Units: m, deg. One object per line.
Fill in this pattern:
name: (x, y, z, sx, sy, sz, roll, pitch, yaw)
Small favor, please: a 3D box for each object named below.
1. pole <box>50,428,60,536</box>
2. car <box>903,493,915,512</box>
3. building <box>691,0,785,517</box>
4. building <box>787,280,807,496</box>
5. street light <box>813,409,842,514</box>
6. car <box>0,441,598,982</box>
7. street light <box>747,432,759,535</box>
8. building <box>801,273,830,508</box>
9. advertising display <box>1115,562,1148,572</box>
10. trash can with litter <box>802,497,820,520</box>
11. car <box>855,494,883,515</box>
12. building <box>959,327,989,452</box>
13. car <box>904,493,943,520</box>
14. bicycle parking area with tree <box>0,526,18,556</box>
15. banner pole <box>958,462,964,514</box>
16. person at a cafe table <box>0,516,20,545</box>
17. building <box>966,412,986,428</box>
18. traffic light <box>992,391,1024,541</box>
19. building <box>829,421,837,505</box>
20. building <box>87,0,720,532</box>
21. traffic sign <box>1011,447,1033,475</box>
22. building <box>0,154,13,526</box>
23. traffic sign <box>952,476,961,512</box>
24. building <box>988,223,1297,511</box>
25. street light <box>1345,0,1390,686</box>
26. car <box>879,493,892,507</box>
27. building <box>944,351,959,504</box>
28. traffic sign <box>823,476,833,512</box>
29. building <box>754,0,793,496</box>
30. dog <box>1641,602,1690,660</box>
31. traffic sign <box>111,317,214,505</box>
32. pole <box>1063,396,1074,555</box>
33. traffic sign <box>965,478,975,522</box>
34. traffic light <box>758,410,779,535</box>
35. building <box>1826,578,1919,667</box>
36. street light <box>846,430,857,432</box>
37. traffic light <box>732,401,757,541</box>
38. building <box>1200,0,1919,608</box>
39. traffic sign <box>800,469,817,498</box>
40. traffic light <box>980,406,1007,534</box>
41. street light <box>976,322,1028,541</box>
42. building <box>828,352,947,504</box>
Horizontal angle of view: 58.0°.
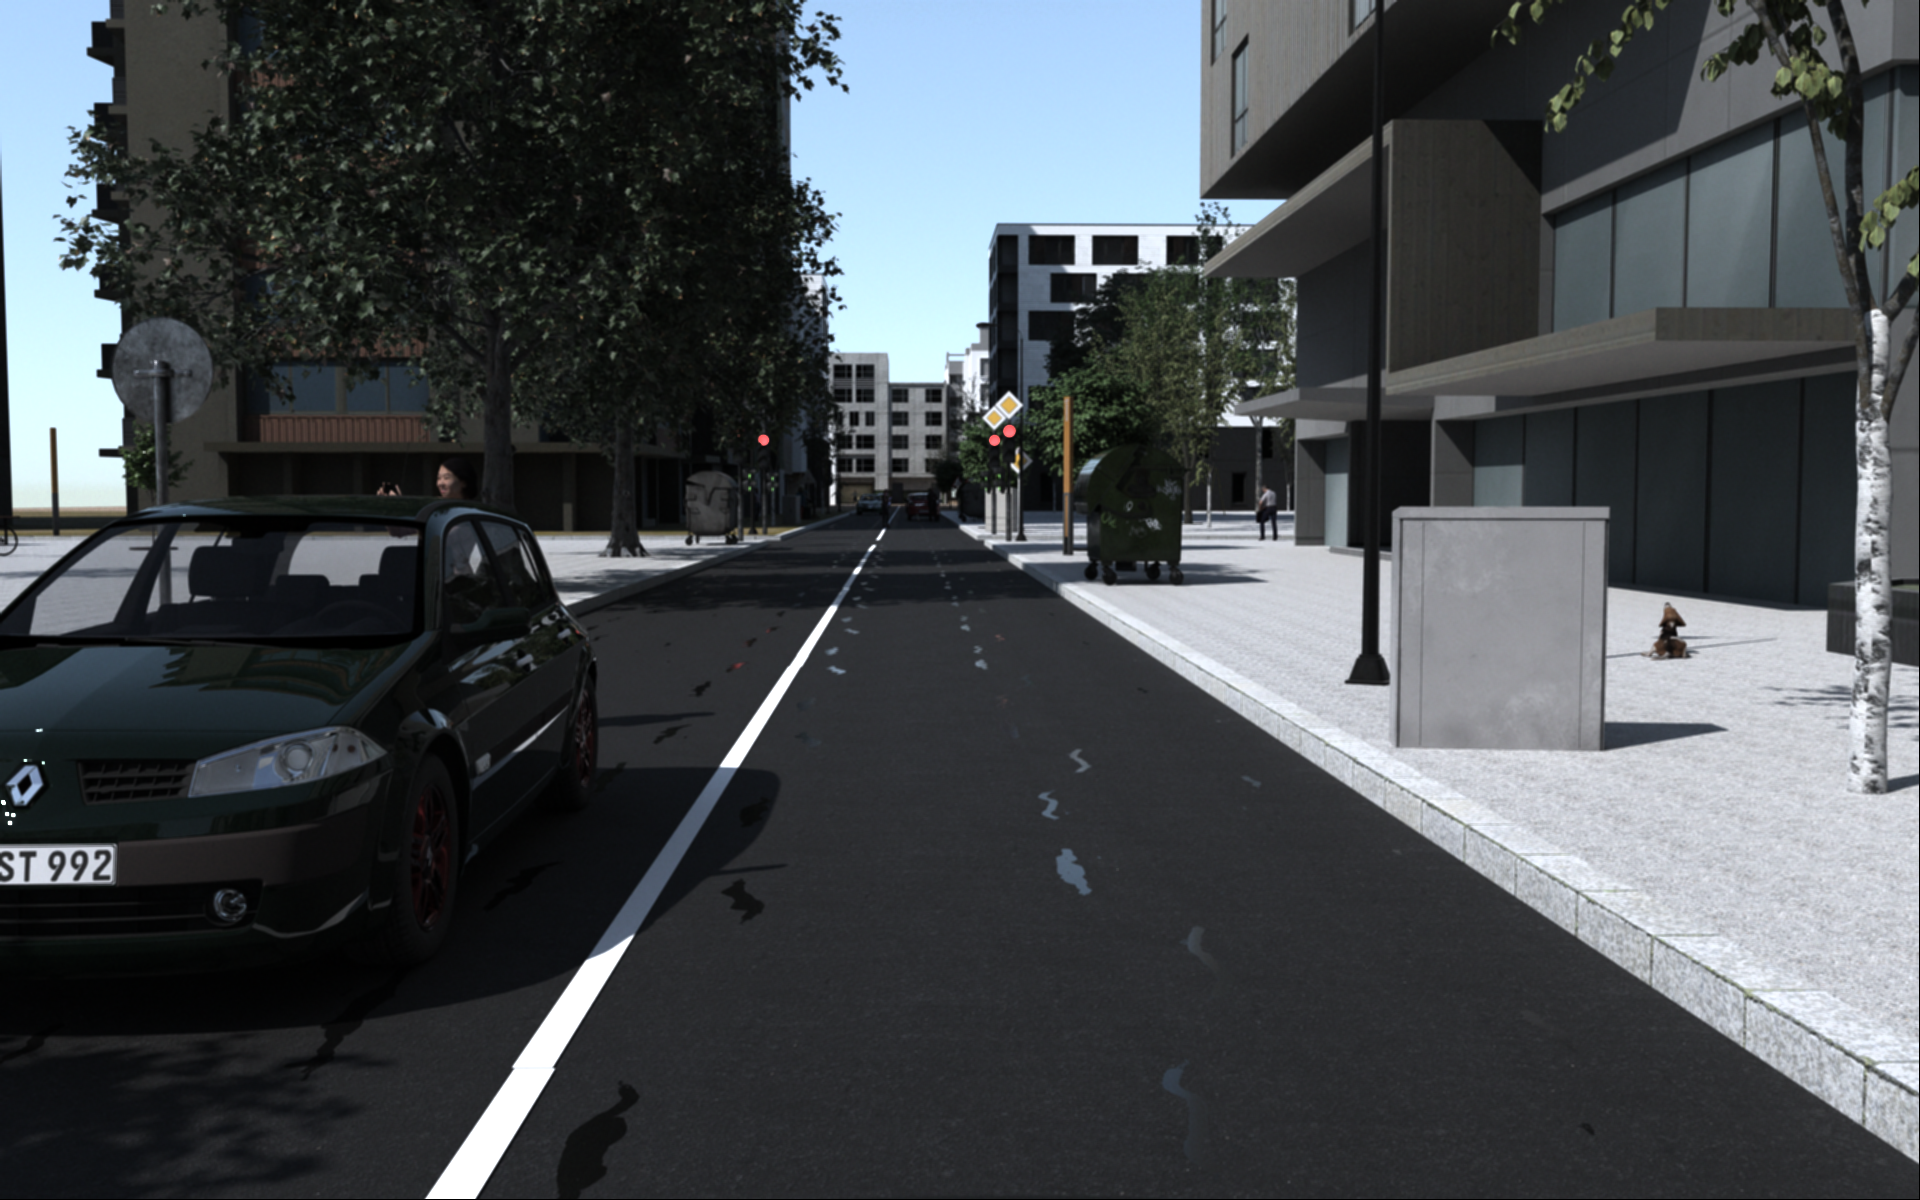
pole: (-27.864, -3.637, 53.302, 0.158, 3.312, 0.155, 0, 3, 0)
car: (-3.428, -7.850, 137.384, 2.155, 1.783, 4.494, 0, 4, -3)
building: (-18.452, -20.517, 107.160, 14.160, 30.474, 14.107, 0, 4, -2)
building: (-20.000, -17.080, 135.671, 16.016, 20.091, 11.380, 0, 4, -2)
street light: (-7.079, -7.202, 90.293, 1.470, 5.913, 1.316, 0, 4, -2)
car: (-2.497, 0.202, 6.481, 2.009, 1.686, 4.222, 0, 4, -2)
street light: (-6.023, -5.027, 54.735, 1.470, 5.913, 1.316, 0, 4, -2)
building: (-26.572, -19.196, 157.822, 27.936, 21.610, 32.646, 0, 4, -2)
advertising display: (2.761, -1.441, 28.778, 0.974, 1.923, 0.123, 3, 5, 43)
trash can with litter: (-7.569, -4.624, 86.984, 0.624, 1.170, 1.055, 3, 5, 43)
car: (-6.161, -6.594, 119.606, 2.131, 1.459, 4.920, 0, 4, 0)
building: (8.392, -20.892, 198.001, 16.016, 20.091, 11.380, 0, 4, -2)
car: (-2.021, -5.295, 95.613, 2.155, 1.783, 4.494, 0, 4, -2)
bicycle parking area with tree: (-24.418, -2.871, 33.940, 8.231, 4.147, 9.016, 2, 4, 35)
banner pole: (0.152, -7.398, 110.981, 0.863, 3.779, 0.401, 1, 4, 20)
person at a cafe table: (-24.733, -1.969, 43.048, 1.698, 1.238, 1.726, 1, 4, 19)
building: (5.591, -14.440, 178.247, 9.099, 9.664, 28.070, 0, 4, -2)
traffic light: (1.309, -3.558, 47.093, 0.839, 4.253, 0.868, 0, 4, -2)
building: (-28.225, -15.714, 199.067, 28.070, 9.664, 9.099, 0, 4, -2)
building: (-21.842, -25.442, 70.604, 22.147, 44.769, 28.867, 0, 4, -2)
traffic sign: (1.649, -2.946, 47.908, 0.795, 2.593, 0.064, 0, 3, 0)
building: (-45.626, -17.837, 63.342, 14.107, 30.474, 14.160, 0, 4, -2)
traffic sign: (-0.152, -7.496, 122.563, 0.884, 2.594, 0.081, 0, 4, 1)
building: (16.248, -18.571, 147.607, 27.936, 21.610, 32.646, 0, 4, -2)
street light: (2.246, -2.388, 11.585, 1.470, 5.913, 1.316, 0, 4, -2)
car: (-8.329, -10.843, 186.868, 1.945, 1.707, 3.694, 0, 4, -2)
building: (3.774, -22.501, 224.317, 11.380, 20.091, 16.016, 0, 4, -2)
traffic sign: (-8.898, -7.124, 116.576, 0.768, 2.556, 0.104, 0, 4, 2)
building: (-19.189, -28.789, 120.819, 14.600, 45.320, 14.200, 0, 4, -2)
dog: (5.550, 0.244, 13.740, 0.748, 0.427, 0.550, -2, 4, -30)
traffic sign: (-5.750, -0.758, 12.491, 0.768, 2.556, 0.104, 0, 4, 4)
pole: (2.271, -2.595, 36.264, 0.158, 3.312, 0.155, 0, 3, 0)
traffic sign: (0.673, -4.908, 80.247, 0.884, 2.594, 0.081, 0, 4, 4)
traffic light: (-6.171, -4.032, 54.839, 0.839, 4.253, 0.868, 0, 4, -2)
building: (17.028, -28.114, 1.657, 21.231, 58.520, 28.212, 0, 4, -2)
street light: (-8.205, -9.374, 125.804, 1.470, 5.913, 1.316, 0, 4, -2)
traffic light: (-5.929, -3.544, 46.858, 0.839, 4.253, 0.868, 0, 4, -2)
building: (19.775, -26.941, 29.731, 28.713, 52.752, 27.495, 0, 4, -2)
traffic sign: (-7.690, -5.366, 87.744, 0.884, 2.594, 0.081, 0, 4, -1)
traffic light: (1.066, -4.046, 55.074, 0.839, 4.253, 0.868, 0, 4, -2)
street light: (1.127, -4.554, 47.003, 1.470, 5.913, 1.316, 0, 4, -2)
building: (-17.678, -21.906, 224.615, 31.486, 18.905, 16.747, 0, 4, -2)
